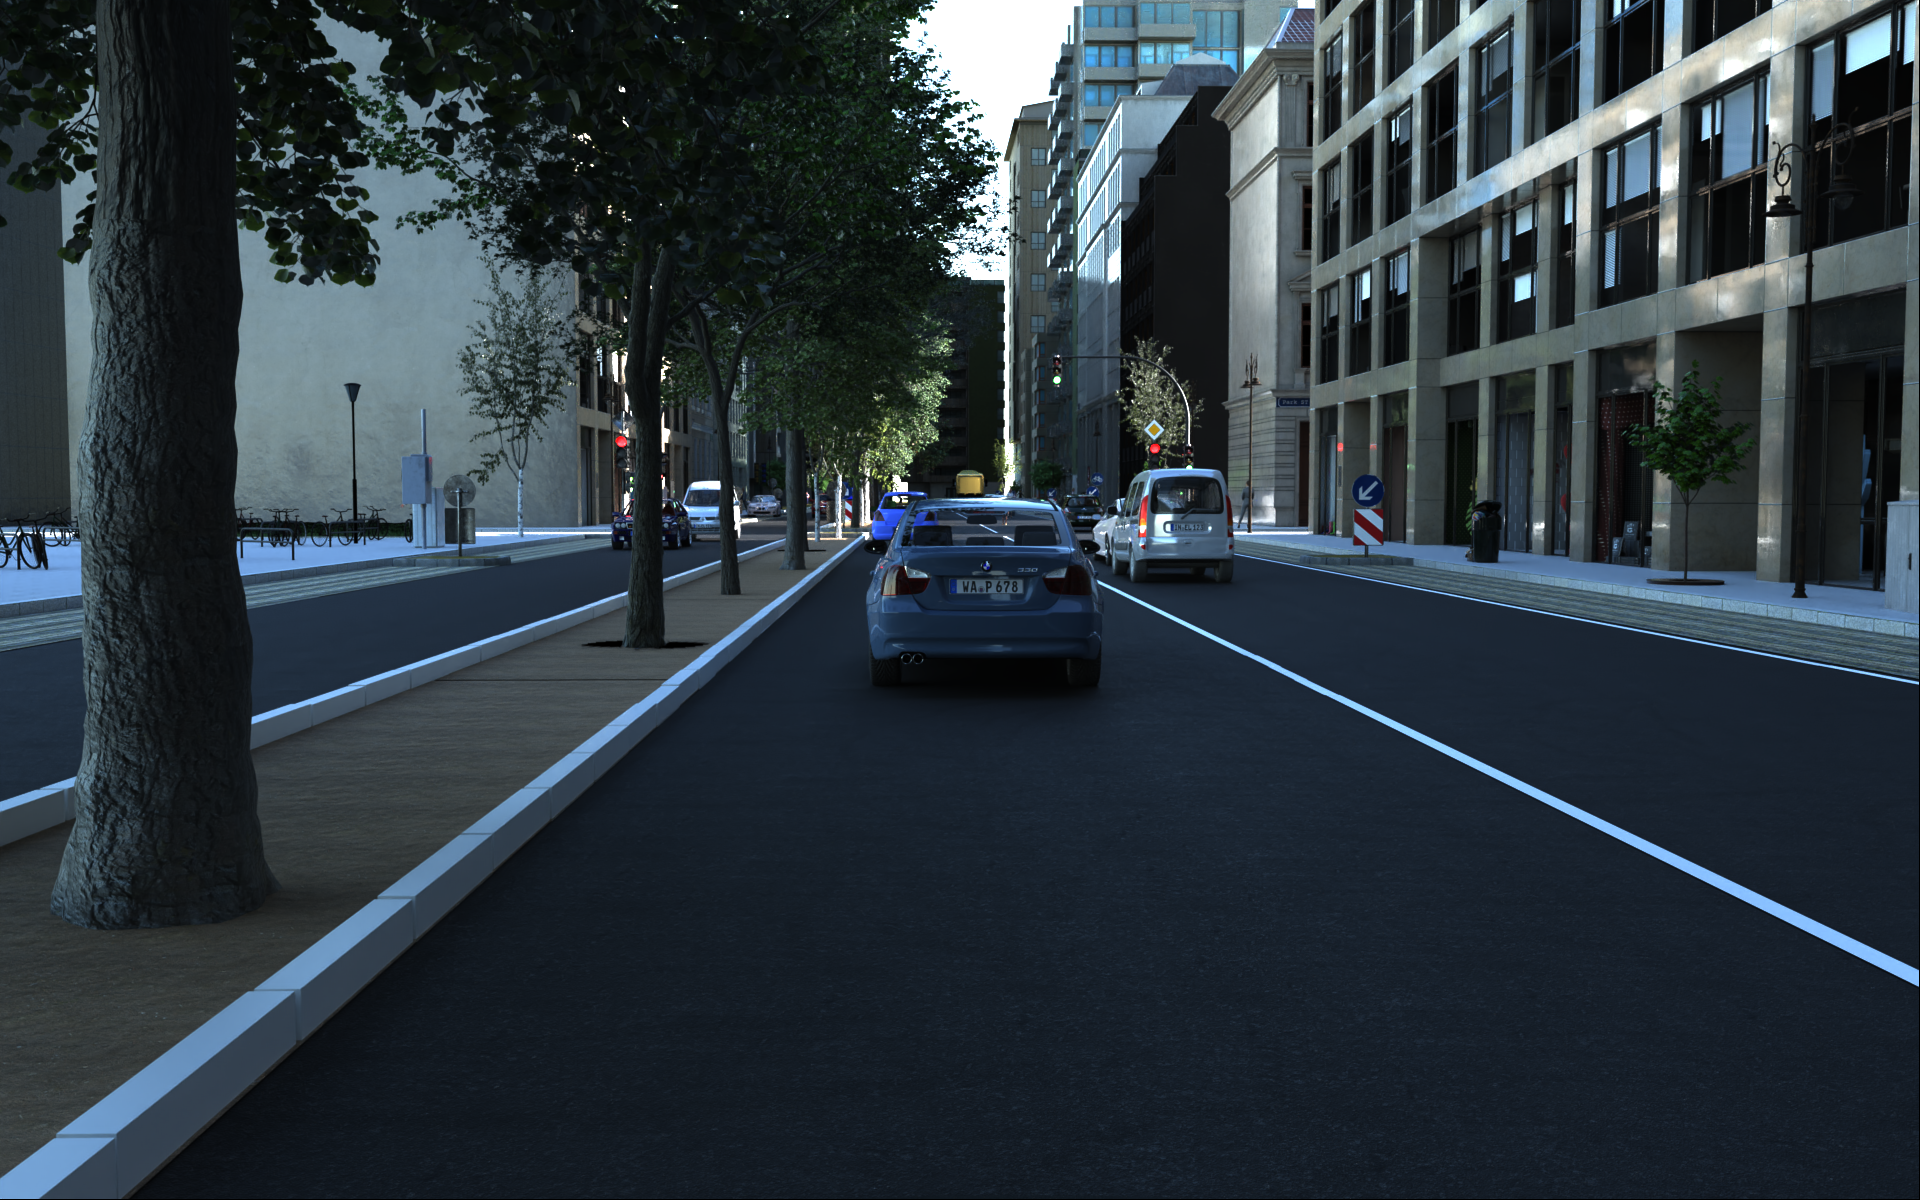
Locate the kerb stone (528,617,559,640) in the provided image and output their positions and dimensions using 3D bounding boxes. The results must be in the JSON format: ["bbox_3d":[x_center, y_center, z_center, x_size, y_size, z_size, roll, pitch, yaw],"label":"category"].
[{"bbox_3d":[-4.188,0.302,17.251,0.120,0.150,1.000,0,4,-1],"label":"kerb stone"}]

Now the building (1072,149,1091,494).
[{"bbox_3d":[16.477,-23.019,148.064,14.160,30.474,14.107,0,4,-1],"label":"building"}]

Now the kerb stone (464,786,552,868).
[{"bbox_3d":[-1.839,0.927,7.056,0.120,0.150,1.000,0,4,-1],"label":"kerb stone"}]

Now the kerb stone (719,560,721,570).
[{"bbox_3d":[-4.568,-0.637,32.615,0.120,0.150,1.000,0,4,-1],"label":"kerb stone"}]

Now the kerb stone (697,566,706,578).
[{"bbox_3d":[-4.490,-0.449,29.537,0.120,0.150,1.000,0,4,-1],"label":"kerb stone"}]

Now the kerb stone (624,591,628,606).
[{"bbox_3d":[-4.312,-0.010,22.359,0.120,0.150,1.000,0,4,-1],"label":"kerb stone"}]

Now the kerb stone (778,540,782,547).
[{"bbox_3d":[-4.895,-1.452,45.934,0.120,0.150,1.000,0,4,-1],"label":"kerb stone"}]

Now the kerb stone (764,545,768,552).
[{"bbox_3d":[-4.805,-1.201,41.834,0.120,0.150,1.000,0,4,-1],"label":"kerb stone"}]

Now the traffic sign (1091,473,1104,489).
[{"bbox_3d":[8.137,-6.279,102.763,0.768,2.556,0.104,0,4,-1],"label":"traffic sign"}]

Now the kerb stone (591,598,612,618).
[{"bbox_3d":[-4.263,0.116,20.316,0.120,0.150,1.000,0,4,-1],"label":"kerb stone"}]

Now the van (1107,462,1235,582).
[{"bbox_3d":[3.574,-1.378,29.549,2.013,2.044,4.112,0,4,-1],"label":"van"}]

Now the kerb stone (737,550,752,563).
[{"bbox_3d":[-4.694,-0.949,37.740,0.120,0.150,1.000,0,4,-1],"label":"kerb stone"}]

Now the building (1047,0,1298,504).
[{"bbox_3d":[20.269,-33.667,170.063,23.786,49.044,30.456,0,4,-1],"label":"building"}]

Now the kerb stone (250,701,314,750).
[{"bbox_3d":[-4.016,0.741,10.089,0.120,0.150,1.000,0,4,-1],"label":"kerb stone"}]

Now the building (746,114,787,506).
[{"bbox_3d":[-24.733,-30.181,177.047,14.154,41.232,14.086,0,4,-1],"label":"building"}]

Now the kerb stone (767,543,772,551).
[{"bbox_3d":[-4.823,-1.264,42.856,0.120,0.150,1.000,0,4,-1],"label":"kerb stone"}]

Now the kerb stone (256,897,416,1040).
[{"bbox_3d":[-1.786,1.055,5.003,0.120,0.150,1.000,0,4,-1],"label":"kerb stone"}]

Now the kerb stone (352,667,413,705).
[{"bbox_3d":[-4.064,0.615,12.143,0.120,0.150,1.000,0,4,-1],"label":"kerb stone"}]

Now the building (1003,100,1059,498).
[{"bbox_3d":[20.392,-39.810,240.127,27.495,52.752,28.713,0,4,-1],"label":"building"}]

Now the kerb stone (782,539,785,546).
[{"bbox_3d":[-4.923,-1.515,46.964,0.120,0.150,1.000,0,4,-1],"label":"kerb stone"}]

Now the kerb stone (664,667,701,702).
[{"bbox_3d":[-1.963,0.613,12.166,0.120,0.150,1.000,0,4,-1],"label":"kerb stone"}]

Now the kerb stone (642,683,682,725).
[{"bbox_3d":[-1.933,0.683,11.145,0.120,0.150,1.000,0,4,-1],"label":"kerb stone"}]

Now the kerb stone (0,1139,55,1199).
[{"bbox_3d":[-1.732,1.177,2.957,0.120,0.150,1.000,0,4,-1],"label":"kerb stone"}]

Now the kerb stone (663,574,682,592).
[{"bbox_3d":[-4.421,-0.260,26.459,0.120,0.150,1.000,0,4,-1],"label":"kerb stone"}]

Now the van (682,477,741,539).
[{"bbox_3d":[-7.821,-2.880,54.092,2.013,2.044,4.112,0,4,-2],"label":"van"}]

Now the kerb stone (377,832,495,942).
[{"bbox_3d":[-1.811,0.989,6.029,0.120,0.150,1.000,0,4,-1],"label":"kerb stone"}]

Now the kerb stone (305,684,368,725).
[{"bbox_3d":[-4.041,0.685,11.122,0.120,0.150,1.000,0,4,-1],"label":"kerb stone"}]

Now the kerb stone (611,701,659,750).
[{"bbox_3d":[-1.911,0.738,10.121,0.120,0.150,1.000,0,4,-1],"label":"kerb stone"}]

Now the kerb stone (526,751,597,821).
[{"bbox_3d":[-1.859,0.864,8.078,0.120,0.150,1.000,0,4,-1],"label":"kerb stone"}]

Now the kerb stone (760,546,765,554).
[{"bbox_3d":[-4.771,-1.139,40.813,0.120,0.150,1.000,0,4,-1],"label":"kerb stone"}]

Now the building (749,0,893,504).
[{"bbox_3d":[-19.563,-48.711,234.682,20.611,71.187,20.563,0,4,-1],"label":"building"}]

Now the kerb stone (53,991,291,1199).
[{"bbox_3d":[-1.766,1.116,3.978,0.120,0.150,1.000,0,4,-1],"label":"kerb stone"}]

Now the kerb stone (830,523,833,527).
[{"bbox_3d":[-5.573,-3.113,73.145,0.120,0.150,1.000,0,4,-1],"label":"kerb stone"}]

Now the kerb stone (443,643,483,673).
[{"bbox_3d":[-4.118,0.493,14.186,0.120,0.150,1.000,0,4,-1],"label":"kerb stone"}]

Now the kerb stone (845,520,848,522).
[{"bbox_3d":[-6.100,-4.428,94.642,0.120,0.150,1.000,0,4,-1],"label":"kerb stone"}]

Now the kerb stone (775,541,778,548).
[{"bbox_3d":[-4.876,-1.388,44.899,0.120,0.150,1.000,0,4,-1],"label":"kerb stone"}]

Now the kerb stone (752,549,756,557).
[{"bbox_3d":[-4.726,-1.014,38.769,0.120,0.150,1.000,0,4,-1],"label":"kerb stone"}]

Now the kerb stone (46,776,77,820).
[{"bbox_3d":[-3.960,0.865,8.046,0.120,0.150,1.000,0,4,-1],"label":"kerb stone"}]

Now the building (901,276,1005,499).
[{"bbox_3d":[-1.126,-28.226,233.193,14.107,30.474,14.160,0,4,-1],"label":"building"}]

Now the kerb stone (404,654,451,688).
[{"bbox_3d":[-4.083,0.552,13.165,0.120,0.150,1.000,0,4,-1],"label":"kerb stone"}]

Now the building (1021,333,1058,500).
[{"bbox_3d":[21.714,-21.745,200.570,27.650,21.520,28.899,0,4,-1],"label":"building"}]

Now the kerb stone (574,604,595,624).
[{"bbox_3d":[-4.244,0.184,19.294,0.120,0.150,1.000,0,4,-1],"label":"kerb stone"}]

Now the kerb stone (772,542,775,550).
[{"bbox_3d":[-4.847,-1.326,43.878,0.120,0.150,1.000,0,4,-1],"label":"kerb stone"}]

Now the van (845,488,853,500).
[{"bbox_3d":[-10.185,-9.533,160.242,2.240,2.365,5.245,0,4,0],"label":"van"}]

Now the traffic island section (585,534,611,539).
[{"bbox_3d":[-11.032,-2.111,56.797,2.009,0.180,2.903,0,4,-1],"label":"traffic island section"}]

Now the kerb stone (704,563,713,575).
[{"bbox_3d":[-4.518,-0.512,30.562,0.120,0.150,1.000,0,4,-1],"label":"kerb stone"}]

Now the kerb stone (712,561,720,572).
[{"bbox_3d":[-4.546,-0.575,31.594,0.120,0.150,1.000,0,4,-1],"label":"kerb stone"}]

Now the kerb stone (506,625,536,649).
[{"bbox_3d":[-4.167,0.370,16.229,0.120,0.150,1.000,0,4,-1],"label":"kerb stone"}]

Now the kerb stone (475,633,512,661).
[{"bbox_3d":[-4.137,0.427,15.208,0.120,0.150,1.000,0,4,-1],"label":"kerb stone"}]

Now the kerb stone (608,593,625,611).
[{"bbox_3d":[-4.298,0.052,21.337,0.120,0.150,1.000,0,4,-1],"label":"kerb stone"}]

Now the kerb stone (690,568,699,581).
[{"bbox_3d":[-4.465,-0.386,28.507,0.120,0.150,1.000,0,4,-1],"label":"kerb stone"}]

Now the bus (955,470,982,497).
[{"bbox_3d":[0.957,-11.424,178.321,2.896,3.916,12.252,0,4,-1],"label":"bus"}]

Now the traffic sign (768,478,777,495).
[{"bbox_3d":[-14.961,-8.446,138.195,0.768,2.556,0.104,0,4,0],"label":"traffic sign"}]

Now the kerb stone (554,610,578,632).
[{"bbox_3d":[-4.213,0.245,18.273,0.120,0.150,1.000,0,4,-1],"label":"kerb stone"}]

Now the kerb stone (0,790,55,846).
[{"bbox_3d":[-3.934,0.928,7.018,0.120,0.150,1.000,0,4,-1],"label":"kerb stone"}]

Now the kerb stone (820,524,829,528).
[{"bbox_3d":[-5.503,-2.926,70.060,0.120,0.150,1.000,0,4,-1],"label":"kerb stone"}]

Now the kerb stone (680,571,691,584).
[{"bbox_3d":[-4.440,-0.323,27.480,0.120,0.150,1.000,0,4,-1],"label":"kerb stone"}]

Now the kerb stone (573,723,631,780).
[{"bbox_3d":[-1.884,0.801,9.100,0.120,0.150,1.000,0,4,-1],"label":"kerb stone"}]

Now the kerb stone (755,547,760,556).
[{"bbox_3d":[-4.750,-1.071,39.791,0.120,0.150,1.000,0,4,-1],"label":"kerb stone"}]
